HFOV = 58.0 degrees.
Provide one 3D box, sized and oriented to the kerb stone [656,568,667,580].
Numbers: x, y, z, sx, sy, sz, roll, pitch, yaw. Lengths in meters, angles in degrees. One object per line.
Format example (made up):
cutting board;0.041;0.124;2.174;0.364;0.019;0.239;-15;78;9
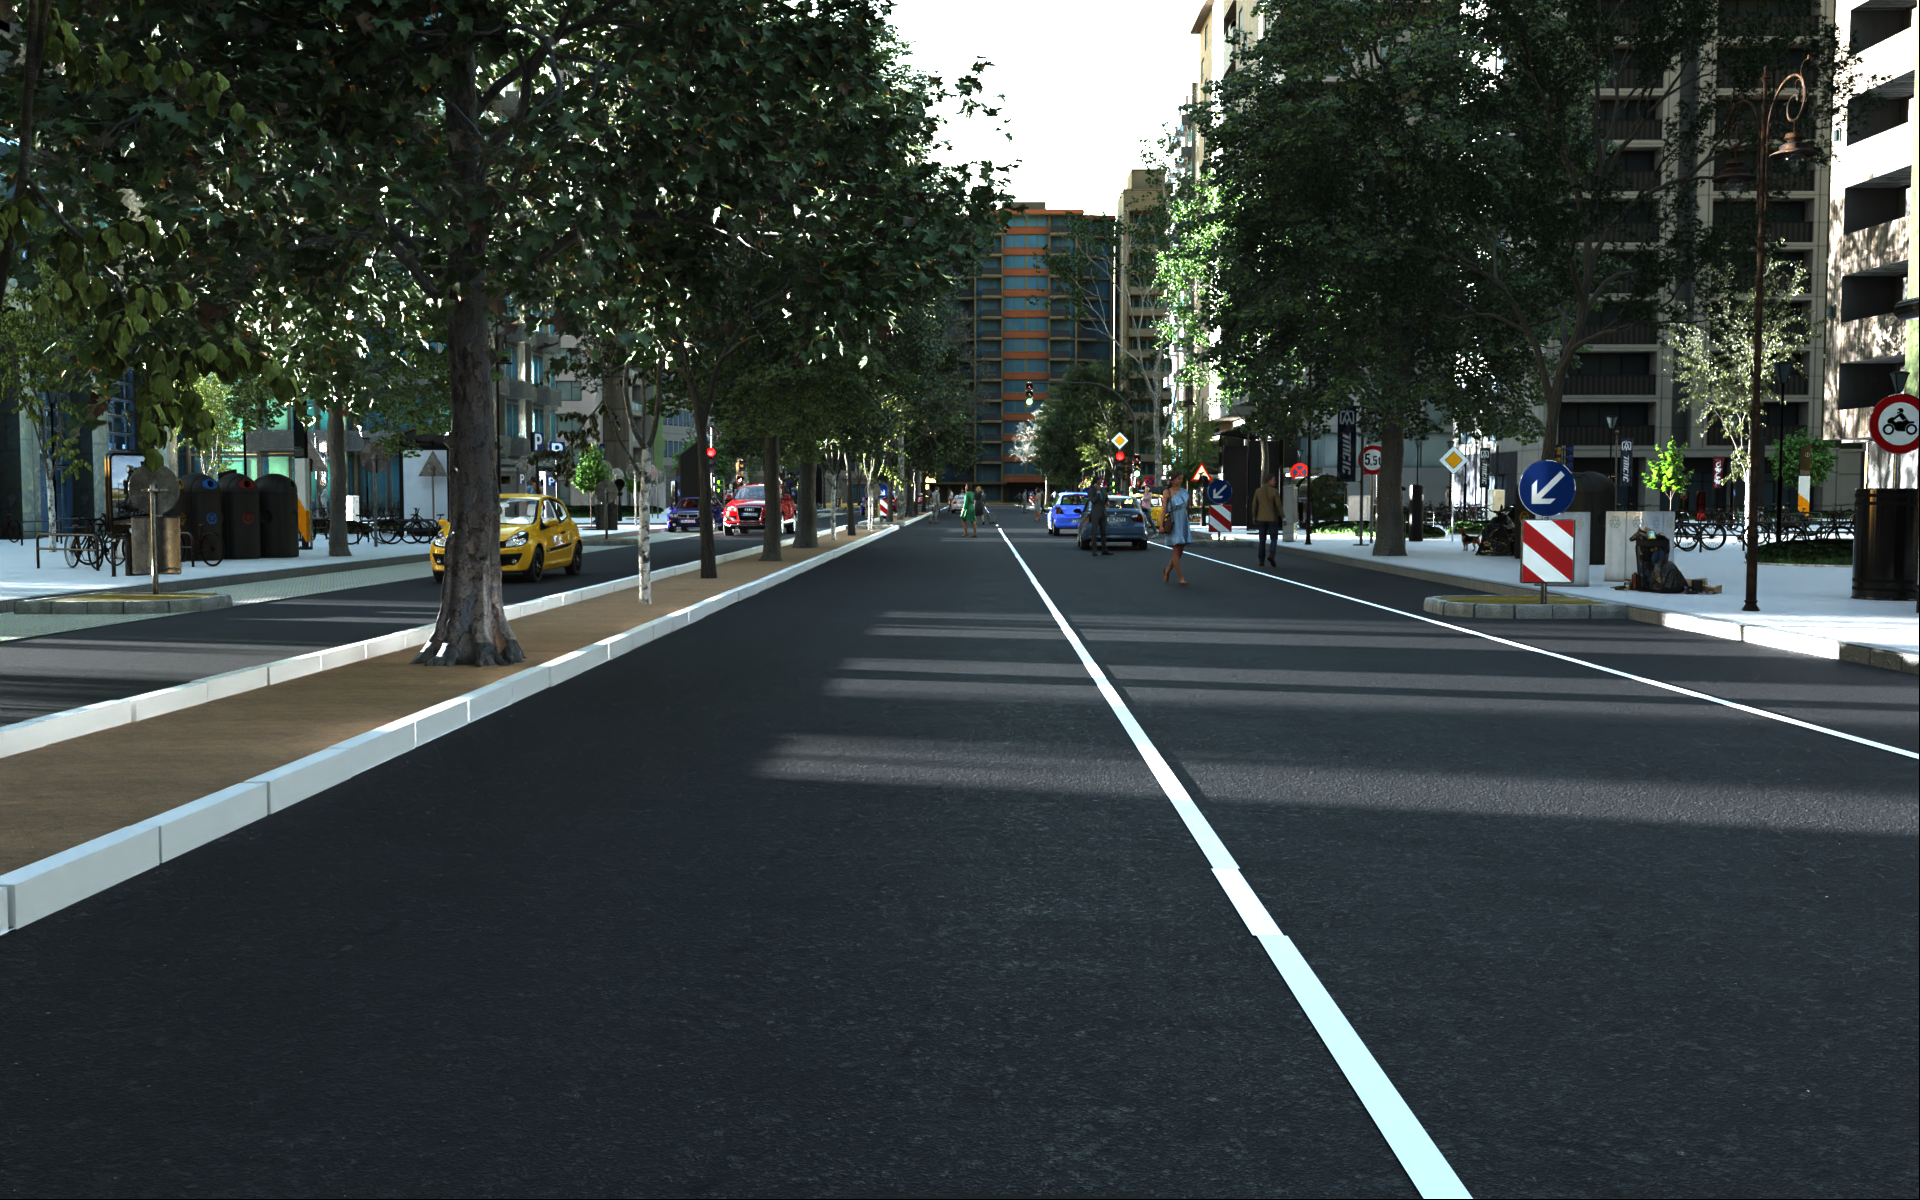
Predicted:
kerb stone;-5.056;-0.397;28.738;0.120;0.150;1.000;0;4;1

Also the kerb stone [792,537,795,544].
kerb stone;-4.859;-1.645;49.218;0.120;0.150;1.000;0;4;1

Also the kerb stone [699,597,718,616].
kerb stone;-3.030;0.103;20.531;0.120;0.150;1.000;0;4;1

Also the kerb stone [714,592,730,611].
kerb stone;-3.023;0.039;21.555;0.120;0.150;1.000;0;4;1

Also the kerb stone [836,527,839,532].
kerb stone;-4.715;-2.593;64.593;0.120;0.150;1.000;0;4;1

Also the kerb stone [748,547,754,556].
kerb stone;-4.952;-1.089;40.001;0.120;0.150;1.000;0;4;1

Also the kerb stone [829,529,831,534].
kerb stone;-4.747;-2.405;61.524;0.120;0.150;1.000;0;4;1

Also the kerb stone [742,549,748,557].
kerb stone;-4.955;-1.023;38.972;0.120;0.150;1.000;0;4;1

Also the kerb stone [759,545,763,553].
kerb stone;-4.928;-1.214;42.050;0.120;0.150;1.000;0;4;1

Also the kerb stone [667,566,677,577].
kerb stone;-5.051;-0.463;29.759;0.120;0.150;1.000;0;4;1

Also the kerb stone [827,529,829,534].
kerb stone;-4.762;-2.343;60.500;0.120;0.150;1.000;0;4;1

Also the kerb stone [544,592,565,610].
kerb stone;-5.126;0.040;21.568;0.120;0.150;1.000;0;4;1

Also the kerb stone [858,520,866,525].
kerb stone;-4.564;-3.569;80.553;0.120;0.150;1.000;0;4;1

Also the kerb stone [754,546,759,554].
kerb stone;-4.938;-1.146;41.028;0.120;0.150;1.000;0;4;1

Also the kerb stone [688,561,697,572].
kerb stone;-5.021;-0.583;31.806;0.120;0.150;1.000;0;4;1

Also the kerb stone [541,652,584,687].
kerb stone;-3.091;0.541;13.353;0.120;0.150;1.000;0;4;1

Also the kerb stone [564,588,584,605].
kerb stone;-5.111;-0.024;22.590;0.120;0.150;1.000;0;4;1

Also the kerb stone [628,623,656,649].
kerb stone;-3.065;0.354;16.433;0.120;0.150;1.000;0;4;1

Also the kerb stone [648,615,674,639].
kerb stone;-3.055;0.289;17.465;0.120;0.150;1.000;0;4;1

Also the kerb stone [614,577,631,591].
kerb stone;-5.081;-0.212;25.667;0.120;0.150;1.000;0;4;1

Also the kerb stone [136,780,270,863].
kerb stone;-3.151;0.920;7.214;0.120;0.150;1.000;0;4;1

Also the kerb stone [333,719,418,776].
kerb stone;-3.135;0.791;9.260;0.120;0.150;1.000;0;4;1

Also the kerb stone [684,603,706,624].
kerb stone;-3.029;0.165;19.509;0.120;0.150;1.000;0;4;1

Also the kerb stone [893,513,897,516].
kerb stone;-4.226;-5.758;116.410;0.120;0.150;1.000;0;4;1

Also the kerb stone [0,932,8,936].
kerb stone;-3.175;1.042;5.158;0.120;0.150;1.000;0;4;1

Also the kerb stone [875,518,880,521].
kerb stone;-4.438;-4.384;93.880;0.120;0.150;1.000;0;4;1

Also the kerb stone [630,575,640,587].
kerb stone;-5.073;-0.275;26.689;0.120;0.150;1.000;0;4;1

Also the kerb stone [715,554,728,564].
kerb stone;-4.990;-0.838;35.899;0.120;0.150;1.000;0;4;1

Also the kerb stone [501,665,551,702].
kerb stone;-3.112;0.603;12.331;0.120;0.150;1.000;0;4;1

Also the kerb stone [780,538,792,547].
kerb stone;-4.867;-1.590;48.189;0.120;0.150;1.000;0;4;1

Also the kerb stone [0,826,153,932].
kerb stone;-3.159;0.979;6.192;0.120;0.150;1.000;0;4;1

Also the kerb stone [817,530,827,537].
kerb stone;-4.765;-2.279;59.462;0.120;0.150;1.000;0;4;1

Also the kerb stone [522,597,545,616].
kerb stone;-5.135;0.105;20.546;0.120;0.150;1.000;0;4;1

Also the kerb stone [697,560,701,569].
kerb stone;-5.015;-0.650;32.828;0.120;0.150;1.000;0;4;1

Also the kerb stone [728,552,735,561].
kerb stone;-4.976;-0.898;36.925;0.120;0.150;1.000;0;4;1

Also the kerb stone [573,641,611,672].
kerb stone;-3.088;0.478;14.380;0.120;0.150;1.000;0;4;1

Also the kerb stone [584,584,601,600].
kerb stone;-5.098;-0.087;23.619;0.120;0.150;1.000;0;4;1

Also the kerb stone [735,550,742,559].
kerb stone;-4.961;-0.960;37.947;0.120;0.150;1.000;0;4;1

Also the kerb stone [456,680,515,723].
kerb stone;-3.118;0.668;11.309;0.120;0.150;1.000;0;4;1

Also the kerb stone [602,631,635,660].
kerb stone;-3.073;0.416;15.402;0.120;0.150;1.000;0;4;1

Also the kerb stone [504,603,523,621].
kerb stone;-5.146;0.164;19.517;0.120;0.150;1.000;0;4;1

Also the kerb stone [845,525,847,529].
kerb stone;-4.677;-2.844;68.694;0.120;0.150;1.000;0;4;1

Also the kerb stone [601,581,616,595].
kerb stone;-5.096;-0.147;24.641;0.120;0.150;1.000;0;4;1

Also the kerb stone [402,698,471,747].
kerb stone;-3.128;0.729;10.283;0.120;0.150;1.000;0;4;1

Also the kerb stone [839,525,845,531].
kerb stone;-4.693;-2.781;67.668;0.120;0.150;1.000;0;4;1

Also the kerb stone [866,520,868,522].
kerb stone;-4.561;-3.632;81.586;0.120;0.150;1.000;0;4;1

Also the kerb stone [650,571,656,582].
kerb stone;-5.060;-0.338;27.715;0.120;0.150;1.000;0;4;1

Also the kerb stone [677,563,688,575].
kerb stone;-5.032;-0.525;30.784;0.120;0.150;1.000;0;4;1

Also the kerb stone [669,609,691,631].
kerb stone;-3.042;0.227;18.487;0.120;0.150;1.000;0;4;1

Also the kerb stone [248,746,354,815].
kerb stone;-3.137;0.855;8.238;0.120;0.150;1.000;0;4;1
